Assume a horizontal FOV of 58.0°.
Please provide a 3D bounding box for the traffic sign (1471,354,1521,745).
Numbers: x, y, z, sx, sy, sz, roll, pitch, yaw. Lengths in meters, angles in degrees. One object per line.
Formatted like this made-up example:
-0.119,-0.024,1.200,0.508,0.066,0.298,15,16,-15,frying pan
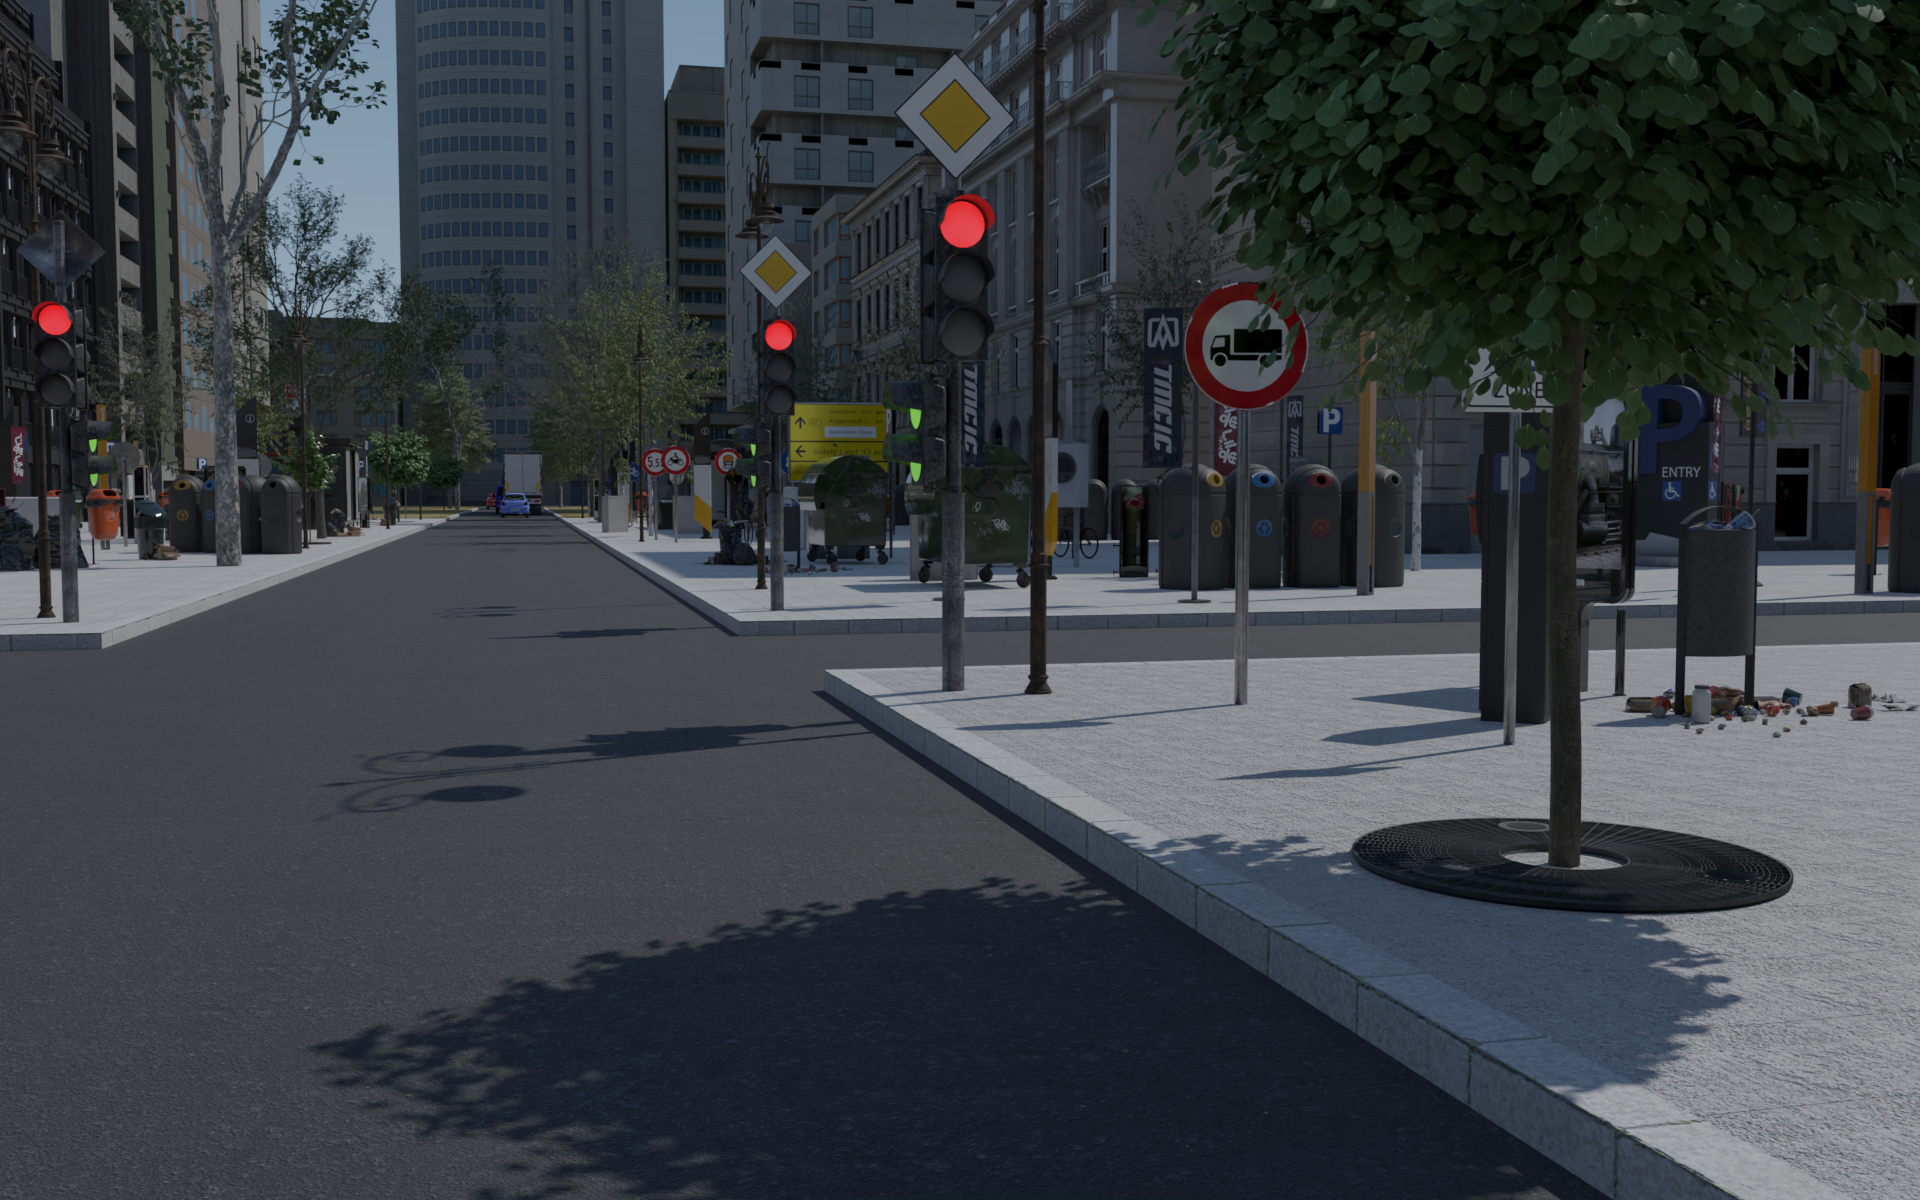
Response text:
2.812,-0.408,8.801,0.606,2.300,0.079,-1,4,-11,traffic sign

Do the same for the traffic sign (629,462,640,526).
-13.107,-4.221,69.115,0.768,2.556,0.104,-1,4,-12,traffic sign

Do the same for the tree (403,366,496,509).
-44.730,-14.303,151.981,7.486,12.596,7.792,0,3,0,tree

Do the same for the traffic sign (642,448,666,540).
-8.507,-2.956,48.435,0.768,2.556,0.104,0,4,-7,traffic sign

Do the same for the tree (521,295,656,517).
-20.427,-10.967,97.433,7.486,12.596,7.792,0,3,0,tree

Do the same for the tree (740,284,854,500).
-5.244,-6.787,61.334,4.360,8.622,3.978,0,3,0,tree

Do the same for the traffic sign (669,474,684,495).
-14.712,-5.496,89.965,0.768,2.556,0.104,0,4,-5,traffic sign

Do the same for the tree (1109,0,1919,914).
2.163,-1.357,5.904,4.285,4.588,4.351,0,3,0,tree

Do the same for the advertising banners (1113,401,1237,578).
3.396,-1.861,26.622,2.074,3.025,0.090,0,4,-5,advertising banners

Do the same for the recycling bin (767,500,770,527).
-7.490,-3.438,68.773,0.722,1.027,0.722,0,4,6,recycling bin

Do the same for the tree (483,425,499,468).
-47.743,-14.110,165.117,8.767,10.594,7.601,0,4,5,tree

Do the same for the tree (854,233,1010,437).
-0.757,-6.001,48.478,4.360,8.622,3.978,0,3,0,tree

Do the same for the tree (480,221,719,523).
-15.963,-10.212,77.333,12.009,13.543,11.850,0,3,0,tree

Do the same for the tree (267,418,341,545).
-16.503,-3.026,44.070,1.663,3.219,1.824,0,3,0,tree

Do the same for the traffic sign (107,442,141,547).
-20.343,-2.572,42.166,0.768,2.556,0.104,-1,4,-12,traffic sign

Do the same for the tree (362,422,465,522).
-25.548,-5.815,78.790,4.285,4.588,4.351,0,3,0,tree

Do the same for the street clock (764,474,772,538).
-5.691,-2.794,50.257,0.471,2.002,0.358,-1,4,-10,street clock

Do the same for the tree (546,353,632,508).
-18.646,-8.430,88.187,4.360,8.622,3.978,0,3,0,tree

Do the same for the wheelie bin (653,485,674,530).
-10.715,-3.345,62.605,0.980,1.594,0.693,-2,4,-28,wheelie bin

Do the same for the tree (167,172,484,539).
-18.387,-7.053,49.723,8.767,10.594,7.601,-1,4,-15,tree

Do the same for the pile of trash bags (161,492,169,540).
-21.333,-2.369,48.487,1.912,1.369,3.447,-3,4,-39,pile of trash bags

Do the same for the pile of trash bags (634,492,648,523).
-13.146,-4.058,76.099,3.447,1.369,1.912,3,5,41,pile of trash bags

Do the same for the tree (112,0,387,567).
-11.537,-10.664,30.241,12.611,20.169,13.585,0,3,0,tree

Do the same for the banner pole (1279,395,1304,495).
7.365,-2.982,38.780,0.401,3.779,0.863,-3,4,-39,banner pole

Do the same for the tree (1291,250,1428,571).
7.407,-4.797,28.796,4.737,8.622,4.395,0,3,0,tree

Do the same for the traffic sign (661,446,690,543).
-7.475,-2.780,45.563,0.768,2.556,0.104,-1,4,-8,traffic sign

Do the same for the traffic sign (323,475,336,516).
-22.713,-3.777,61.764,0.884,2.594,0.081,-1,4,-11,traffic sign

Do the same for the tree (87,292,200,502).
-29.551,-6.886,62.955,4.360,8.622,3.978,0,3,0,tree

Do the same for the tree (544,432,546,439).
-36.148,-12.687,157.787,4.360,8.622,3.978,0,3,0,tree

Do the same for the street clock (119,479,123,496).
-40.790,-4.881,84.367,0.358,2.002,0.471,-1,4,-20,street clock

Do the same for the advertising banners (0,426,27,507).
-24.507,-2.925,44.006,0.090,3.025,2.074,1,4,18,advertising banners

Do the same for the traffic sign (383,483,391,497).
-27.767,-5.029,84.357,0.606,2.300,0.079,-1,4,-10,traffic sign

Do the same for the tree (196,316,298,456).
-29.713,-7.487,72.770,4.737,8.622,4.395,0,3,0,tree

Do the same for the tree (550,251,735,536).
-9.274,-6.253,52.607,4.737,8.622,4.395,0,3,0,tree

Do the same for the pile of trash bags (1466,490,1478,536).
11.502,-1.546,35.034,3.447,1.369,1.912,-2,4,-35,pile of trash bags

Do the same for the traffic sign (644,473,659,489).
-15.854,-5.446,89.146,0.768,2.556,0.104,-1,4,-9,traffic sign

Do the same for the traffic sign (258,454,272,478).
-22.304,-3.366,55.137,0.768,2.556,0.104,-1,4,-13,traffic sign

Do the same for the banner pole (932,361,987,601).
0.023,-1.870,20.587,0.401,3.779,0.863,-3,5,-43,banner pole

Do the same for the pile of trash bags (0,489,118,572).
-16.015,-1.245,30.115,1.912,1.369,3.447,1,4,19,pile of trash bags

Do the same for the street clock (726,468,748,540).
-6.157,-2.626,47.503,0.471,2.002,0.358,0,4,2,street clock

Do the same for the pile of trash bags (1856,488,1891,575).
15.892,-1.056,27.010,3.447,1.369,1.912,2,4,31,pile of trash bags

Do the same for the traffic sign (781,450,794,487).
-4.681,-2.964,48.568,0.768,2.556,0.104,0,4,-7,traffic sign

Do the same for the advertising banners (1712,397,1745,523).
9.910,-1.602,22.384,0.090,3.025,2.074,2,4,34,advertising banners

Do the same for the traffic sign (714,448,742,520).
-6.423,-2.933,48.067,0.768,2.556,0.104,-1,4,-9,traffic sign

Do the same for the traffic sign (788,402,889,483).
-2.682,-2.729,38.492,2.265,3.308,0.079,-1,4,-11,traffic sign

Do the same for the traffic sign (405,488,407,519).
-28.416,-5.429,88.768,0.884,2.594,0.081,0,4,-7,traffic sign

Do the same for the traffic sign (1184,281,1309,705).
1.715,-0.636,10.498,0.768,2.556,0.104,0,4,-6,traffic sign

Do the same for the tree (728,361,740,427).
-8.980,-8.120,83.127,4.360,8.622,3.978,0,3,0,tree

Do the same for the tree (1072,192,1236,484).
4.950,-5.579,41.581,4.360,8.622,3.978,0,3,0,tree
